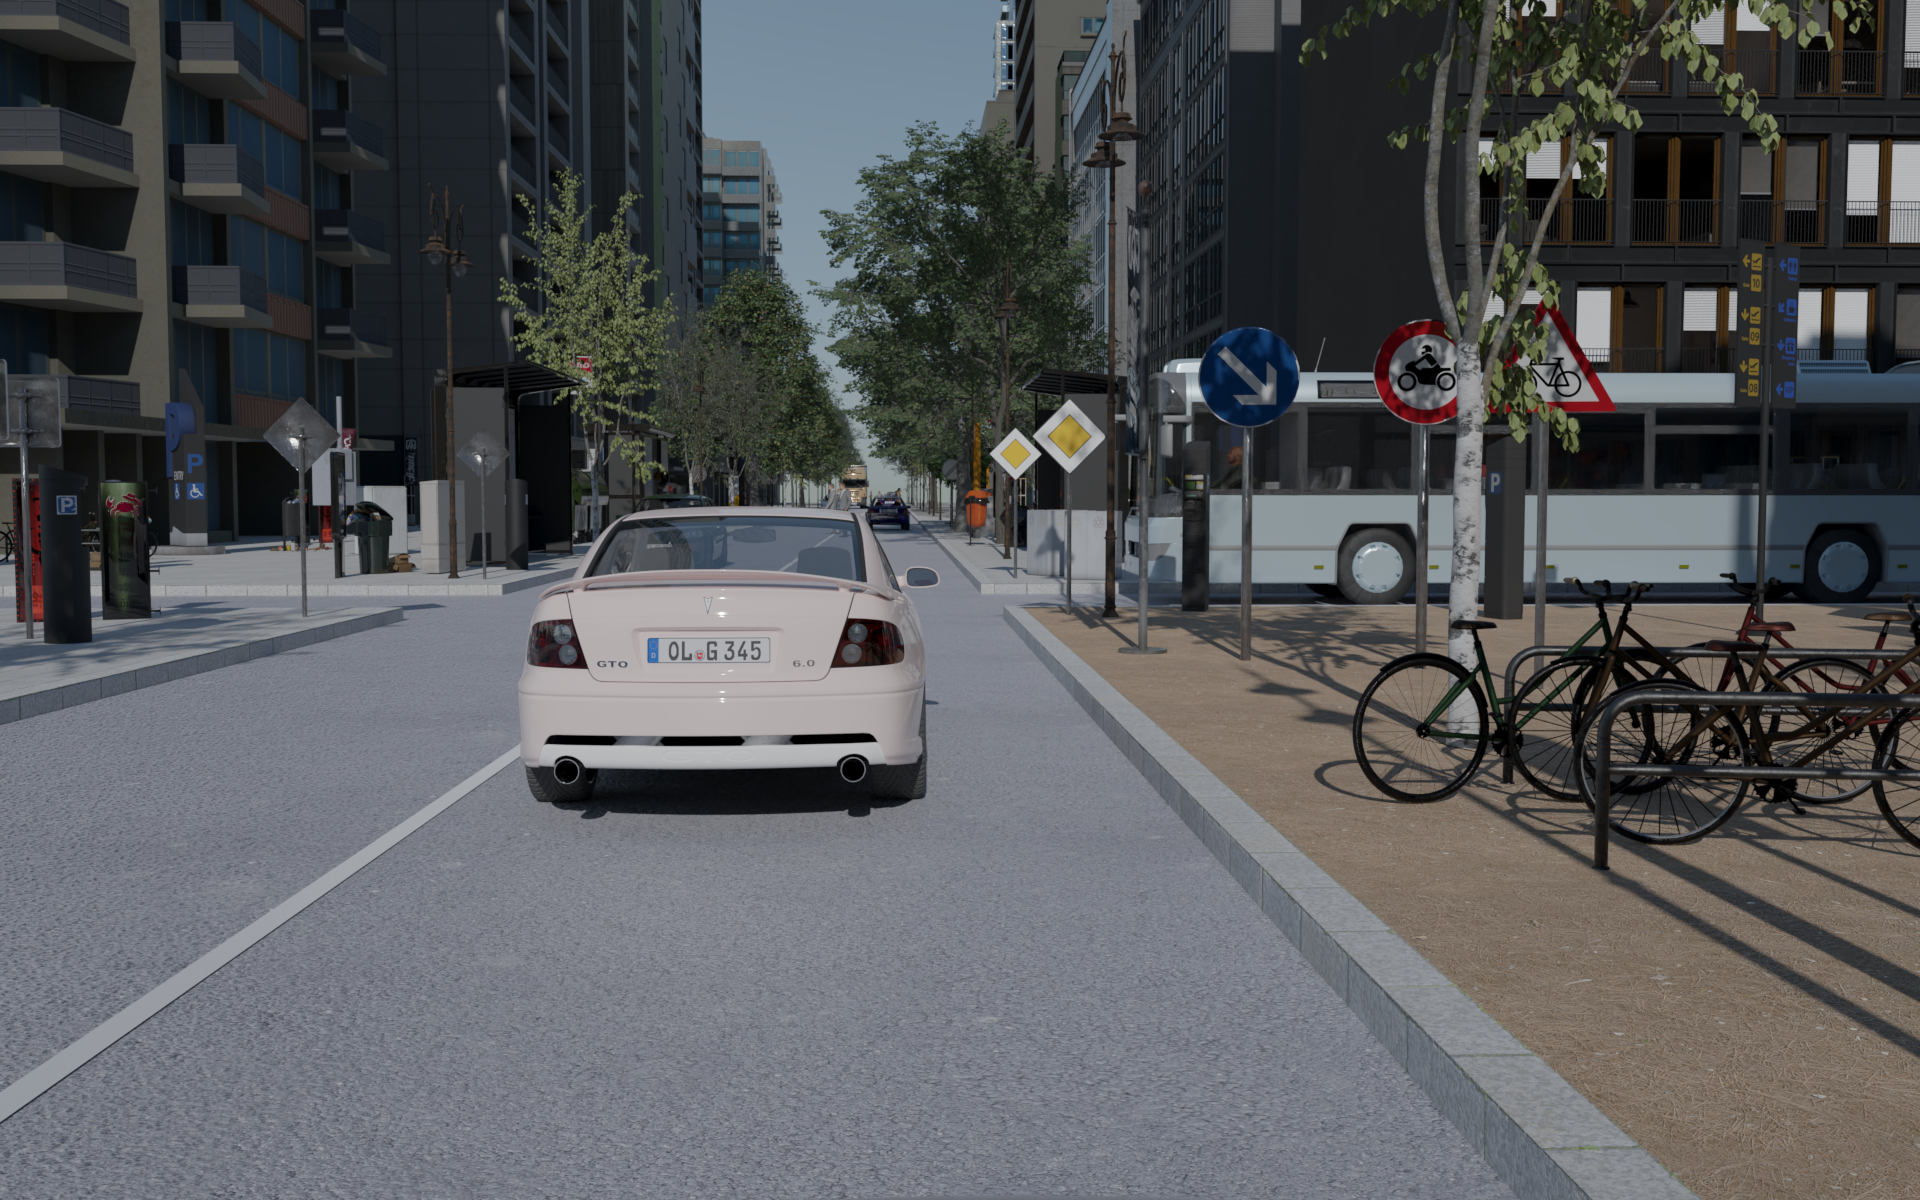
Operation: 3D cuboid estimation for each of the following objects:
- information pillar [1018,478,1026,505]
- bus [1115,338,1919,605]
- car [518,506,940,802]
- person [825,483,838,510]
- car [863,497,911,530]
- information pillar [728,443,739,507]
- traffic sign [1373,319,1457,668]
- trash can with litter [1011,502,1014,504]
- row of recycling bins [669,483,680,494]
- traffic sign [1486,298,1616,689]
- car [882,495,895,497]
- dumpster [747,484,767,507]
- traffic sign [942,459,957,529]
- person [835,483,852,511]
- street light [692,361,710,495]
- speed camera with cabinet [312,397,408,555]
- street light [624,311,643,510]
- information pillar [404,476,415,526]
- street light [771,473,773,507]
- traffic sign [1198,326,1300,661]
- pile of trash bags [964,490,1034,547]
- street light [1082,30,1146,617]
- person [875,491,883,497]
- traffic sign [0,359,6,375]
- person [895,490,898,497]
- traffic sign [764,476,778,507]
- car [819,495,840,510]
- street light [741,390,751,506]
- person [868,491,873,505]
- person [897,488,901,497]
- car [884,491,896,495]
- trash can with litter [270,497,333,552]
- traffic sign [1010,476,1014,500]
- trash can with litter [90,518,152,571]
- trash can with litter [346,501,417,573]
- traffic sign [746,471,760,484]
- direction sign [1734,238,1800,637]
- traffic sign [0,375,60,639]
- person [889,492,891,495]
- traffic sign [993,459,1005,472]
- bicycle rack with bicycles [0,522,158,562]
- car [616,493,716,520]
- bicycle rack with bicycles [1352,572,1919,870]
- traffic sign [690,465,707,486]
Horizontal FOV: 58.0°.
[{"bbox_3d":[2.858,-4.625,80.107,0.304,2.012,0.304,-2,4,-25],"label":"information pillar"},{"bbox_3d":[8.061,-1.728,23.109,13.247,3.499,2.948,0,4,-2],"label":"bus"},{"bbox_3d":[-1.136,0.177,9.474,2.083,1.381,4.827,0,4,-2],"label":"car"},{"bbox_3d":[-4.550,-3.244,61.668,0.853,1.813,0.709,0,4,1],"label":"person"},{"bbox_3d":[-2.939,-3.502,69.843,1.945,1.354,3.894,0,4,-4],"label":"car"},{"bbox_3d":[-10.231,-5.312,78.199,0.504,3.616,0.183,-3,5,-39],"label":"information pillar"},{"bbox_3d":[3.404,-0.772,12.722,0.768,2.556,0.104,0,4,4],"label":"traffic sign"},{"bbox_3d":[1.857,-2.957,59.728,1.055,1.170,0.624,2,4,34],"label":"trash can with litter"},{"bbox_3d":[-10.730,-3.328,61.528,1.069,1.692,3.534,0,4,7],"label":"row of recycling bins"},{"bbox_3d":[3.808,-0.693,11.328,0.884,2.594,0.081,0,4,6],"label":"traffic sign"},{"bbox_3d":[-5.640,-7.701,138.499,1.945,1.354,3.894,0,4,-3],"label":"car"},{"bbox_3d":[-11.869,-5.778,100.236,1.264,1.857,1.865,0,4,-2],"label":"dumpster"},{"bbox_3d":[-0.290,-3.880,63.540,0.768,2.556,0.104,0,4,3],"label":"traffic sign"},{"bbox_3d":[-3.865,-2.978,57.371,0.473,1.802,0.592,-1,4,-20],"label":"person"},{"bbox_3d":[-9.008,-5.349,60.244,0.468,5.910,1.993,0,4,-2],"label":"street light"},{"bbox_3d":[-12.445,-2.545,35.939,0.660,3.252,2.038,2,4,28],"label":"speed camera with cabinet"},{"bbox_3d":[-8.237,-4.334,43.651,0.468,5.910,1.993,0,4,-2],"label":"street light"},{"bbox_3d":[-22.195,-3.998,69.860,0.304,2.012,0.304,0,4,7],"label":"information pillar"},{"bbox_3d":[-10.189,-7.403,93.819,0.468,5.910,1.993,0,4,-2],"label":"street light"},{"bbox_3d":[2.205,-0.806,13.286,0.768,2.556,0.104,0,4,7],"label":"traffic sign"},{"bbox_3d":[1.535,-1.996,42.389,3.447,1.369,1.912,3,4,36],"label":"pile of trash bags"},{"bbox_3d":[1.569,-2.761,17.925,0.468,5.910,1.993,0,4,-2],"label":"street light"},{"bbox_3d":[-7.500,-9.287,161.067,1.217,1.736,0.721,0,4,-1],"label":"person"},{"bbox_3d":[-7.538,-0.677,13.198,0.606,2.300,0.079,0,4,5],"label":"traffic sign"},{"bbox_3d":[-4.603,-7.360,129.663,0.721,1.723,1.217,1,4,19],"label":"person"},{"bbox_3d":[-10.577,-5.923,96.946,0.768,2.556,0.104,0,4,-1],"label":"traffic sign"},{"bbox_3d":[-8.939,-6.772,122.729,2.014,1.417,4.499,0,4,-1],"label":"car"},{"bbox_3d":[-9.578,-6.387,77.218,0.468,5.910,1.993,0,4,-2],"label":"street light"},{"bbox_3d":[-11.966,-13.678,232.149,0.705,1.823,1.348,-2,4,-23],"label":"person"},{"bbox_3d":[-3.736,-6.054,107.496,0.705,1.823,1.348,0,4,3],"label":"person"},{"bbox_3d":[-9.611,-14.517,246.022,2.281,1.827,5.304,0,4,-3],"label":"car"},{"bbox_3d":[-14.937,-1.744,39.574,1.678,1.210,2.233,1,4,16],"label":"trash can with litter"},{"bbox_3d":[1.921,-3.993,65.398,0.768,2.556,0.104,0,4,4],"label":"traffic sign"},{"bbox_3d":[-14.244,-1.092,29.249,0.624,1.170,1.055,1,4,14],"label":"trash can with litter"},{"bbox_3d":[-9.385,-1.023,28.118,0.624,1.170,1.055,2,4,24],"label":"trash can with litter"},{"bbox_3d":[-11.038,-5.650,92.476,0.768,2.556,0.104,0,4,2],"label":"traffic sign"},{"bbox_3d":[7.273,-1.447,15.660,0.876,3.537,0.379,-2,4,-32],"label":"direction sign"},{"bbox_3d":[-8.234,-0.804,15.272,0.606,2.300,0.079,0,4,-2],"label":"traffic sign"},{"bbox_3d":[-9.722,-13.876,236.191,0.721,1.723,1.217,-1,4,-14],"label":"person"},{"bbox_3d":[1.381,-3.159,51.764,0.768,2.556,0.104,0,4,7],"label":"traffic sign"},{"bbox_3d":[-17.095,-1.231,33.509,2.925,0.926,2.852,-1,4,-13],"label":"bicycle rack with bicycles"},{"bbox_3d":[-5.469,-1.423,33.057,2.009,1.686,4.222,0,4,-1],"label":"car"},{"bbox_3d":[3.041,0.402,6.813,2.925,0.926,2.852,1,4,9],"label":"bicycle rack with bicycles"},{"bbox_3d":[-11.484,-4.639,75.949,0.768,2.556,0.104,0,4,-1],"label":"traffic sign"}]
